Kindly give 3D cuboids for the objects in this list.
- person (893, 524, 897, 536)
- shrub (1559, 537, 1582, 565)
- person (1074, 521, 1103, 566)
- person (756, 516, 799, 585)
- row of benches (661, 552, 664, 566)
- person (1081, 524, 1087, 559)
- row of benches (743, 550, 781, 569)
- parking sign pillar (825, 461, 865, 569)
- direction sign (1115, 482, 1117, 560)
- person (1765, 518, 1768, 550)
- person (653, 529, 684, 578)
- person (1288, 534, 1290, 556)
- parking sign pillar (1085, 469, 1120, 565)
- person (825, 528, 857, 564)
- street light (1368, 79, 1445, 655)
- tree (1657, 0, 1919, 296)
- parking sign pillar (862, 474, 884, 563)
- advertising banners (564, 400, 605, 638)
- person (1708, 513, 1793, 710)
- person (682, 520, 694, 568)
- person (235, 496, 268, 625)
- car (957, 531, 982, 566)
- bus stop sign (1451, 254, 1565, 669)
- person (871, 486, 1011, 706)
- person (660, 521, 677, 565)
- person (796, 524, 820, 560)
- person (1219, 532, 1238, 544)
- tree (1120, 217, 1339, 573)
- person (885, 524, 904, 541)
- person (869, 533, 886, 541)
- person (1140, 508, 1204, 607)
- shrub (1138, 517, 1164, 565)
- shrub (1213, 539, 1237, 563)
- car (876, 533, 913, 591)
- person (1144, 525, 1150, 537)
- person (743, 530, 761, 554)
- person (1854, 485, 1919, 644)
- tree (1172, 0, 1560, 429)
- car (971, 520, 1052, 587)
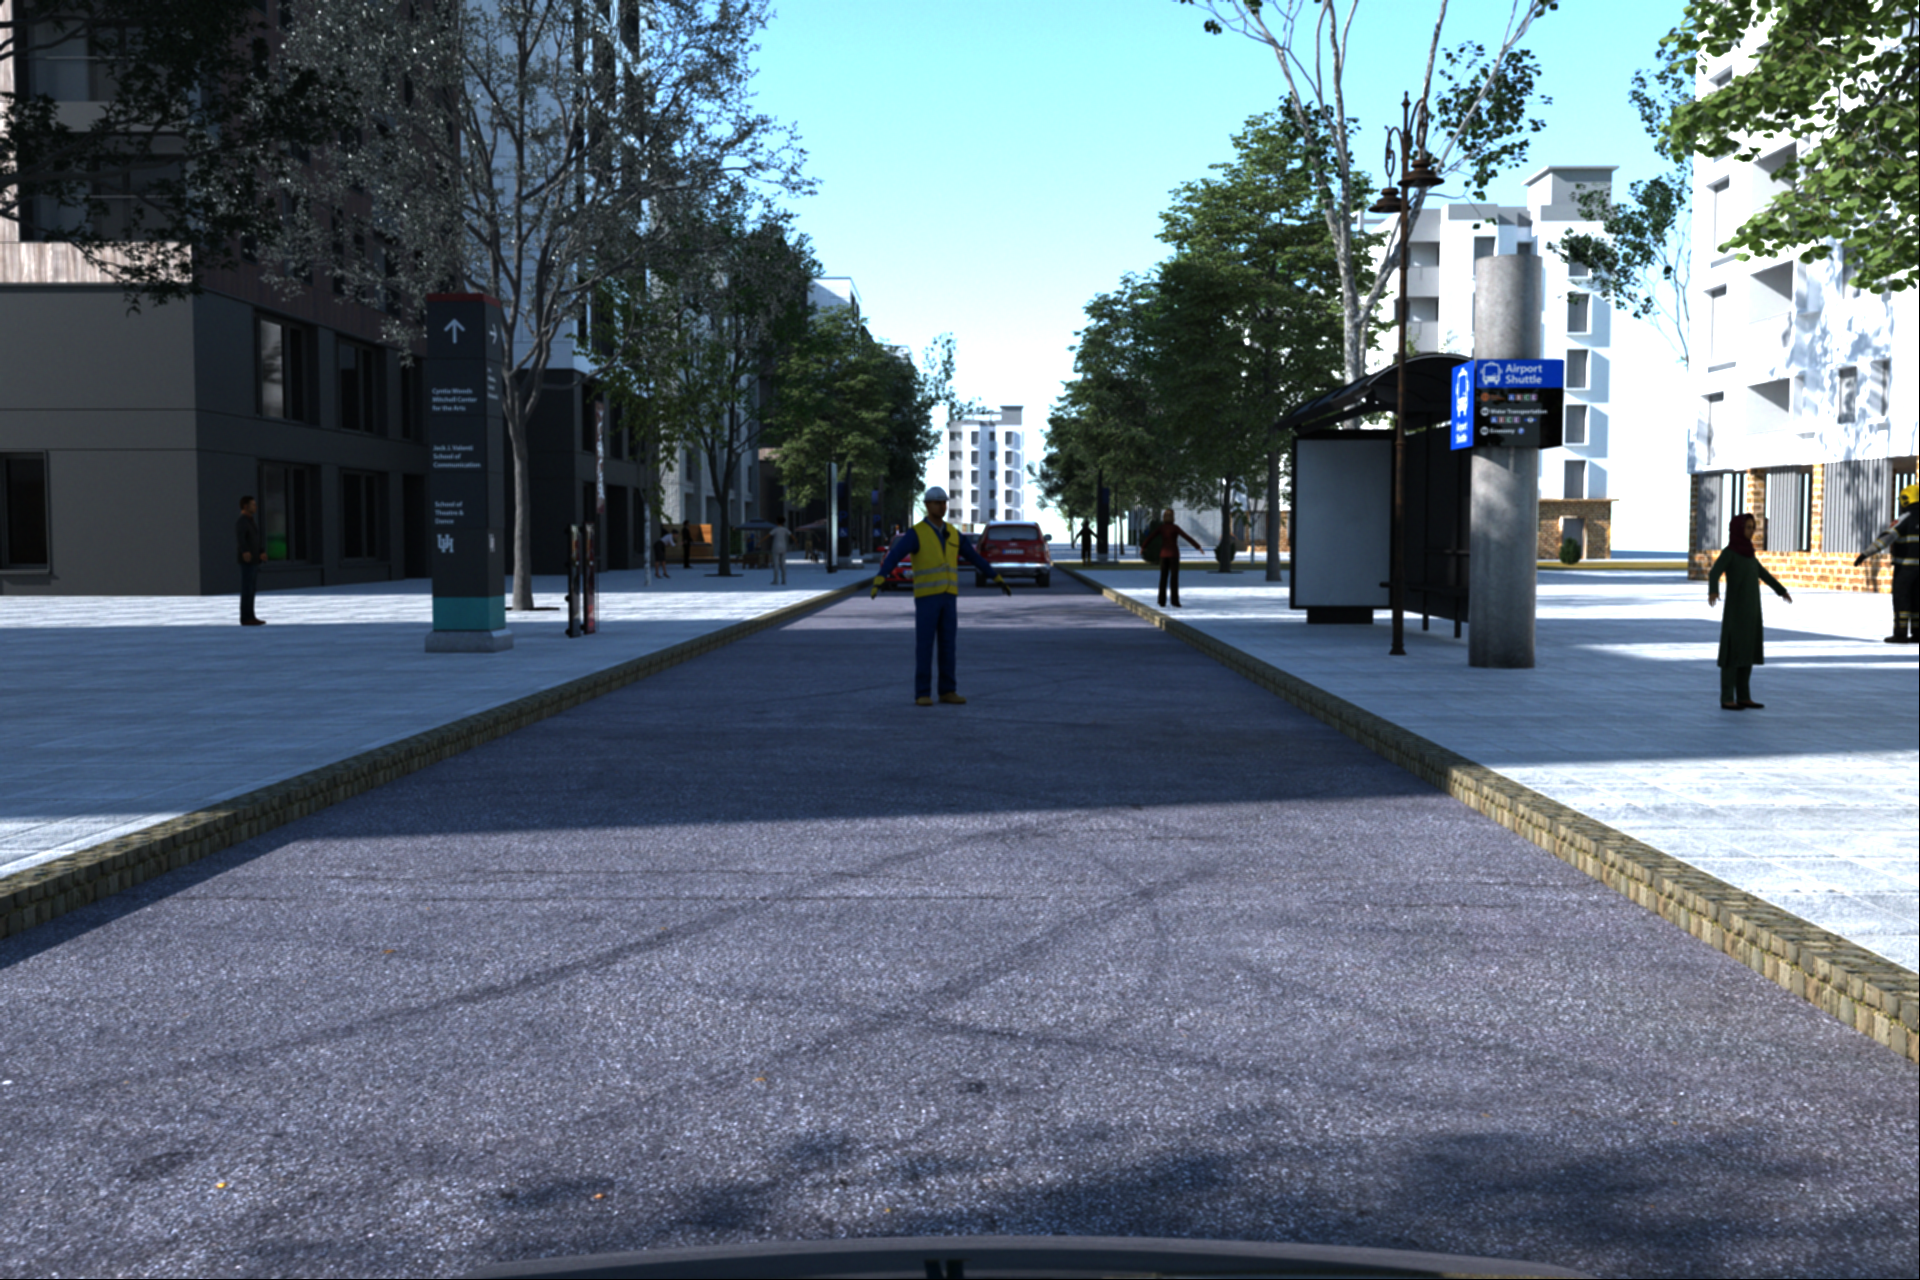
[{"bbox_3d":[-3.184,-5.019,88.526,0.721,1.772,1.216,0,4,3],"label":"person"},{"bbox_3d":[25.449,-3.738,72.237,1.383,1.207,1.383,0,3,0],"label":"shrub"},{"bbox_3d":[5.072,-3.845,69.011,1.346,1.812,0.704,3,4,37],"label":"person"},{"bbox_3d":[-4.640,-2.286,44.146,1.217,1.739,0.721,-2,4,-34],"label":"person"},{"bbox_3d":[-13.977,-3.300,69.422,4.104,0.672,1.422,-1,4,-13],"label":"row of benches"},{"bbox_3d":[6.452,-5.123,89.883,0.705,1.813,1.348,0,4,-2],"label":"person"},{"bbox_3d":[-7.407,-3.052,65.366,1.422,0.672,4.104,0,4,7],"label":"row of benches"},{"bbox_3d":[-4.230,-4.593,63.563,1.447,3.967,1.447,0,4,2],"label":"parking sign pillar"},{"bbox_3d":[6.755,-5.083,75.099,0.379,3.537,0.876,0,4,2],"label":"direction sign"},{"bbox_3d":[23.241,-2.657,50.044,0.434,1.755,0.990,-2,4,-27],"label":"person"},{"bbox_3d":[-8.570,-2.534,50.660,0.628,1.438,0.799,3,4,37],"label":"person"},{"bbox_3d":[19.074,-5.733,99.671,0.705,1.837,1.347,0,4,1],"label":"person"},{"bbox_3d":[5.978,-5.148,72.634,1.447,3.967,1.447,0,4,1],"label":"parking sign pillar"},{"bbox_3d":[-4.825,-3.930,70.473,1.346,1.802,0.704,-1,4,-12],"label":"person"},{"bbox_3d":[4.652,-2.780,18.234,0.468,5.910,1.993,0,4,2],"label":"street light"},{"bbox_3d":[7.057,-5.572,9.228,7.486,12.596,7.792,0,3,0],"label":"tree"},{"bbox_3d":[-3.637,-5.405,76.846,1.447,3.967,1.447,0,4,1],"label":"parking sign pillar"},{"bbox_3d":[-4.776,-1.591,22.199,0.090,3.025,2.074,0,4,2],"label":"advertising banners"},{"bbox_3d":[5.762,-0.211,12.661,0.989,1.438,0.599,-2,4,-34],"label":"person"},{"bbox_3d":[-10.261,-3.610,65.213,0.705,1.806,1.347,0,4,3],"label":"person"},{"bbox_3d":[-10.004,-1.123,24.427,0.705,1.821,1.348,-1,4,-12],"label":"person"},{"bbox_3d":[0.283,-3.705,69.618,2.155,1.783,4.494,0,4,1],"label":"car"},{"bbox_3d":[5.249,-1.692,16.680,0.837,3.901,0.837,0,4,1],"label":"bus stop sign"},{"bbox_3d":[-0.187,-0.376,14.569,1.349,1.833,0.705,-2,4,-32],"label":"person"},{"bbox_3d":[-12.312,-3.997,71.134,1.354,1.856,0.705,0,4,-2],"label":"person"},{"bbox_3d":[-7.572,-4.914,86.608,1.348,1.796,0.705,1,4,20],"label":"person"},{"bbox_3d":[15.556,-5.724,100.396,1.217,1.733,0.721,2,4,35],"label":"person"},{"bbox_3d":[8.874,-8.009,56.701,9.928,11.665,9.643,0,3,0],"label":"tree"},{"bbox_3d":[-2.837,-4.413,78.869,1.216,1.740,0.721,1,4,18],"label":"person"},{"bbox_3d":[-4.388,-5.351,93.681,0.705,1.806,1.347,-3,5,-43],"label":"person"},{"bbox_3d":[3.708,-1.443,30.404,1.215,1.729,0.721,2,4,31],"label":"person"},{"bbox_3d":[8.214,-4.153,72.322,1.690,2.028,1.600,0,3,0],"label":"shrub"},{"bbox_3d":[11.435,-3.890,74.719,1.383,1.207,1.383,0,3,0],"label":"shrub"},{"bbox_3d":[-1.071,-2.216,45.276,2.155,1.783,4.494,0,4,2],"label":"car"},{"bbox_3d":[10.698,-5.646,98.440,0.704,1.817,1.347,-1,4,-20],"label":"person"},{"bbox_3d":[-10.477,-4.957,86.906,0.705,1.847,1.347,2,4,33],"label":"person"},{"bbox_3d":[11.131,-0.891,20.330,1.351,1.858,0.704,-1,4,-15],"label":"person"},{"bbox_3d":[8.828,-10.847,33.230,12.611,20.169,13.585,0,3,0],"label":"tree"},{"bbox_3d":[1.450,-2.427,48.361,2.281,1.827,5.304,0,4,1],"label":"car"}]
